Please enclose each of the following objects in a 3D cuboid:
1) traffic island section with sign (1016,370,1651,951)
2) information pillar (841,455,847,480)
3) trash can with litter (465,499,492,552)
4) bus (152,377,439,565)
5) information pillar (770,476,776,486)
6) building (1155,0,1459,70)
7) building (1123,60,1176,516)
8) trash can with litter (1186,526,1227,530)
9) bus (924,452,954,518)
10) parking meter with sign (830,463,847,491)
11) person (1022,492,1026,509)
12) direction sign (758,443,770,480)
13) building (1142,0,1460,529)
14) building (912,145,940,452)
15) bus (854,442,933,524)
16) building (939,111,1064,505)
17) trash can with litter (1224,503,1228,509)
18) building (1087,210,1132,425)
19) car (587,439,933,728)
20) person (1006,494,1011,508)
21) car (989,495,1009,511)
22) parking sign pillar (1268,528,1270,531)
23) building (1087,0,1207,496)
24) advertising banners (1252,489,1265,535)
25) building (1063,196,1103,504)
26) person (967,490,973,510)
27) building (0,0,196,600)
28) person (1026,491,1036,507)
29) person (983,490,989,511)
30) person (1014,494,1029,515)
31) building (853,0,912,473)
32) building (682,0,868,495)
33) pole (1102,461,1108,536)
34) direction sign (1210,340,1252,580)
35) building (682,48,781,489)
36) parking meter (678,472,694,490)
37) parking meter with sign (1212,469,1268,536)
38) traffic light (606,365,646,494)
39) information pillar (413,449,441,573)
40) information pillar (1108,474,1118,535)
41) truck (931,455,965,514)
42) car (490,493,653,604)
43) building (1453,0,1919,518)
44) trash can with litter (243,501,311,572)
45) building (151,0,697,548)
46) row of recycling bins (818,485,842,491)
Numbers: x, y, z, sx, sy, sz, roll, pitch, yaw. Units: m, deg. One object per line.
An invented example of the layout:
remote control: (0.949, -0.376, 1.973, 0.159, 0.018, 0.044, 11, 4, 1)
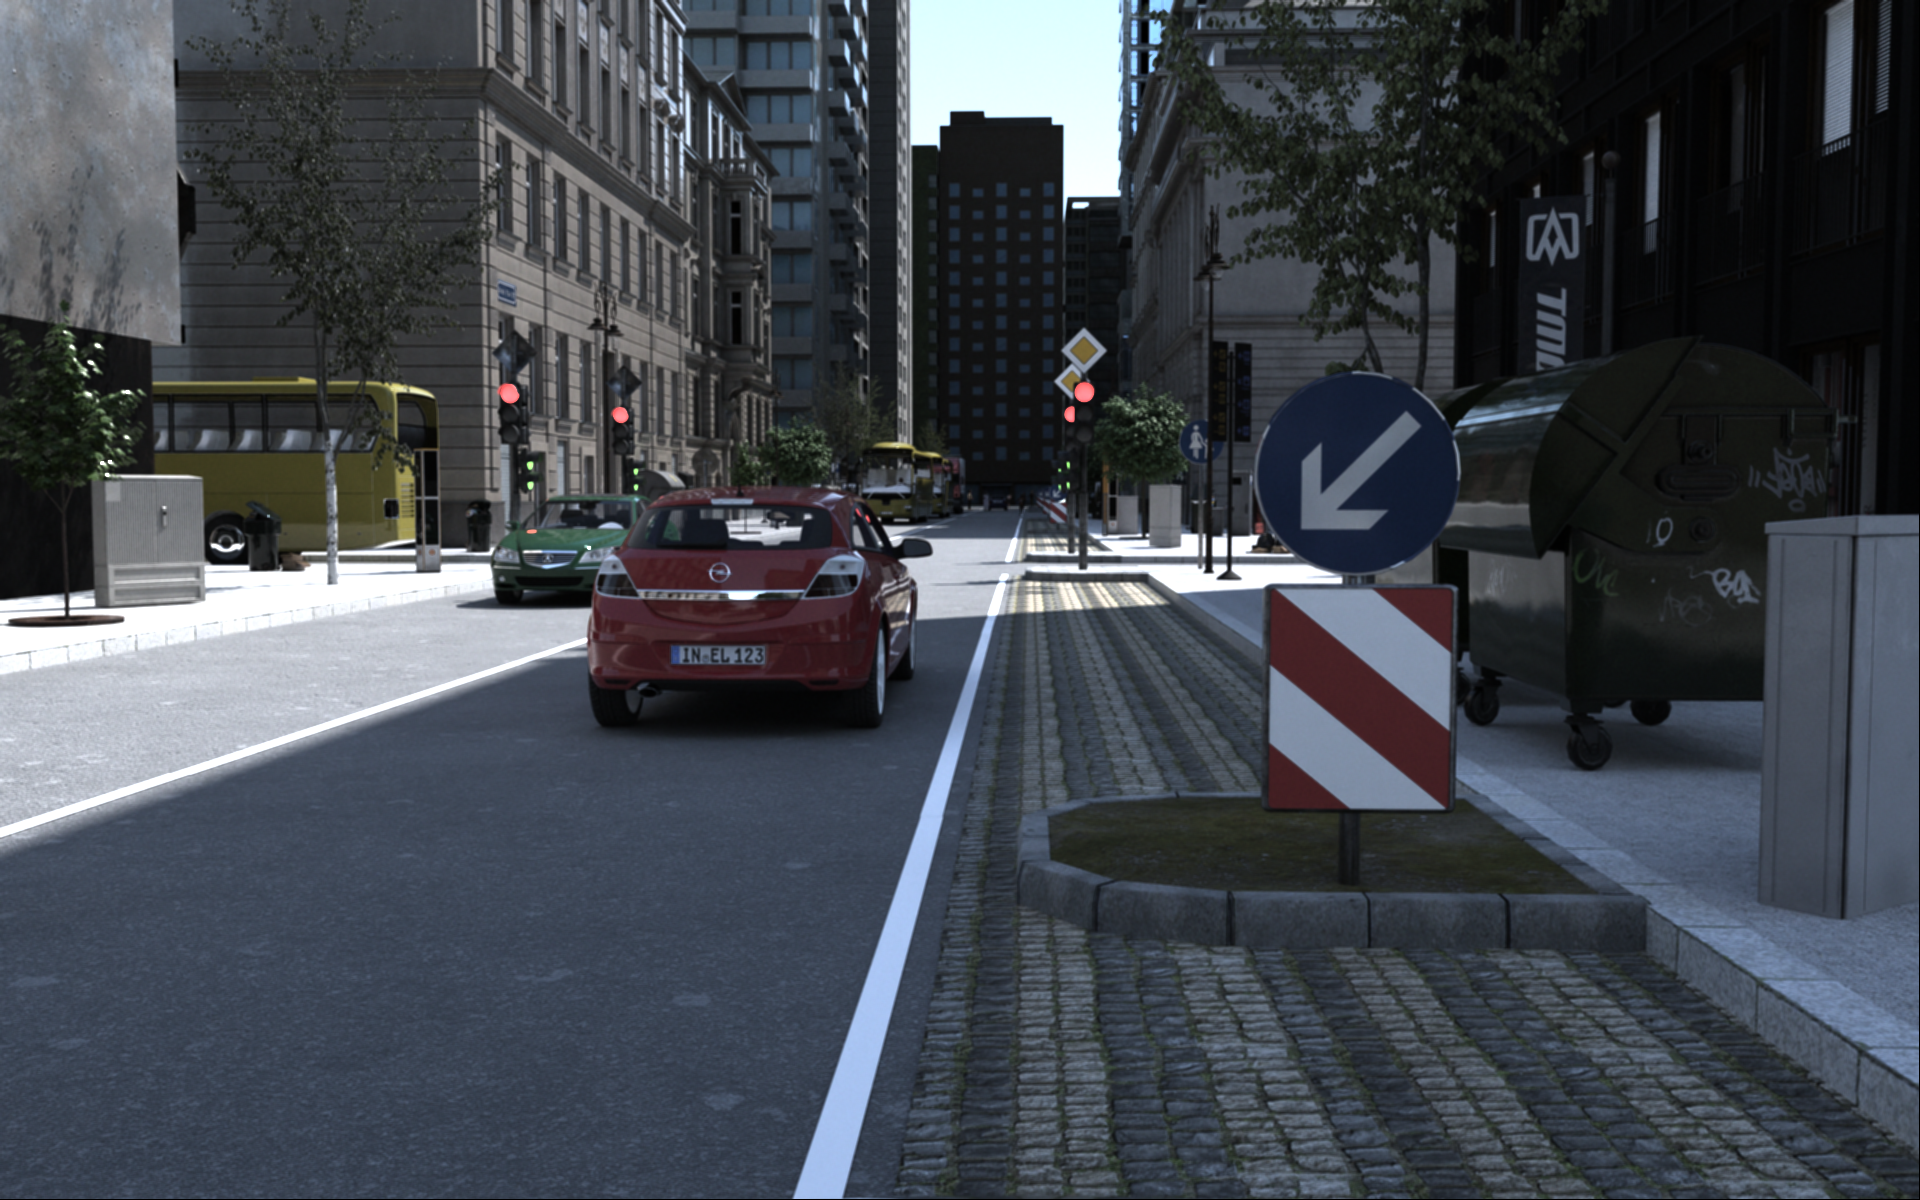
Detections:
traffic island section with sign: (1.207, 0.138, 6.379, 1.989, 1.847, 2.006, 0, 4, 2)
information pillar: (-6.869, -6.807, 102.641, 0.504, 3.616, 0.183, 1, 4, 11)
trash can with litter: (-10.752, -1.649, 38.347, 0.624, 1.170, 1.055, -2, 4, -31)
bus: (-16.638, -2.593, 33.942, 12.252, 3.916, 2.896, 0, 4, 2)
information pillar: (-7.125, -3.781, 66.319, 0.304, 2.012, 0.304, 0, 4, -8)
building: (27.403, -26.620, 127.120, 32.217, 40.220, 23.993, 0, 4, 2)
building: (16.232, -18.470, 99.240, 12.463, 27.353, 25.104, 0, 4, 2)
trash can with litter: (8.710, -3.149, 62.547, 1.678, 1.210, 2.233, 0, 4, 1)
bus: (-1.934, -6.942, 105.045, 2.896, 3.916, 12.252, 0, 4, 2)
parking meter with sign: (-6.556, -6.094, 95.906, 0.543, 3.016, 1.738, -2, 4, -32)
person: (6.158, -9.541, 165.966, 0.415, 1.643, 0.593, 0, 4, 2)
direction sign: (-8.710, -5.209, 77.158, 0.379, 3.537, 0.876, -3, 5, -42)
building: (15.304, -14.252, 74.816, 13.314, 21.916, 24.055, 0, 4, 2)
building: (-9.133, -31.947, 205.923, 14.086, 41.232, 14.154, 0, 4, 2)
bus: (-3.042, -5.757, 85.680, 2.896, 3.916, 12.252, 0, 4, 4)
building: (5.013, -33.975, 205.607, 14.200, 45.320, 14.600, 0, 4, 2)
trash can with litter: (9.107, -2.768, 56.643, 0.624, 1.170, 1.055, 2, 4, 32)
building: (19.959, -24.839, 177.816, 14.160, 30.474, 14.107, 0, 4, 2)
car: (-1.296, -0.189, 12.138, 2.155, 1.783, 4.494, 0, 4, 2)
person: (4.985, -10.129, 177.292, 0.799, 1.438, 0.628, 1, 4, 22)
car: (3.293, -8.511, 151.729, 1.945, 1.354, 3.894, 0, 4, 0)
parking sign pillar: (11.083, -4.362, 59.787, 1.447, 3.967, 1.447, 0, 4, 5)
building: (22.994, -51.424, 153.456, 22.319, 86.520, 31.000, 0, 4, 2)
advertising banners: (9.316, -3.539, 54.055, 2.074, 3.025, 0.090, -2, 4, -32)
building: (24.412, -31.874, 213.023, 23.993, 40.220, 32.217, 0, 4, 2)
person: (0.902, -9.048, 156.437, 0.705, 1.823, 1.348, 1, 4, 17)
building: (-20.009, -9.291, 19.353, 16.811, 18.784, 16.820, 0, 4, 2)
person: (7.437, -10.499, 180.682, 1.217, 1.766, 0.721, -2, 4, -32)
person: (2.174, -8.328, 145.329, 0.551, 1.740, 0.621, -1, 4, -13)
person: (4.172, -6.481, 117.729, 1.065, 1.426, 0.557, 1, 4, 18)
building: (-15.694, -45.049, 174.801, 20.611, 71.187, 20.563, 0, 4, 2)
building: (-18.686, -31.086, 127.872, 23.786, 49.044, 30.456, 0, 4, 2)
pole: (4.424, -3.598, 52.673, 0.158, 3.312, 0.155, 0, 3, 0)
direction sign: (4.039, -2.072, 25.879, 0.876, 3.537, 0.379, -3, 5, -40)
building: (-16.537, -16.108, 82.456, 14.460, 24.649, 34.723, 0, 4, 2)
parking meter: (-7.106, -2.401, 44.975, 0.399, 1.863, 0.255, 3, 4, 37)
parking meter with sign: (8.526, -3.456, 52.771, 1.738, 3.016, 0.543, 1, 4, 19)
traffic light: (-7.270, -2.977, 37.599, 0.839, 4.253, 0.868, 0, 4, 2)
information pillar: (-8.665, -1.449, 28.182, 0.304, 2.012, 0.304, -3, 5, -42)
information pillar: (4.774, -3.047, 54.308, 0.304, 2.012, 0.304, 0, 4, -3)
truck: (-1.024, -8.361, 125.622, 2.839, 4.237, 11.283, 0, 4, 2)
car: (-5.095, -0.755, 24.142, 2.131, 1.459, 4.920, 0, 4, 2)
building: (13.316, -11.494, 17.605, 12.332, 23.373, 15.834, 0, 4, 2)
trash can with litter: (-11.385, -1.072, 28.910, 1.055, 1.170, 0.624, 0, 4, 4)
building: (-16.334, -15.610, 52.486, 12.463, 27.353, 25.104, 0, 4, 2)
row of recycling bins: (-6.065, -4.535, 81.258, 1.069, 1.692, 3.534, 0, 4, 3)
